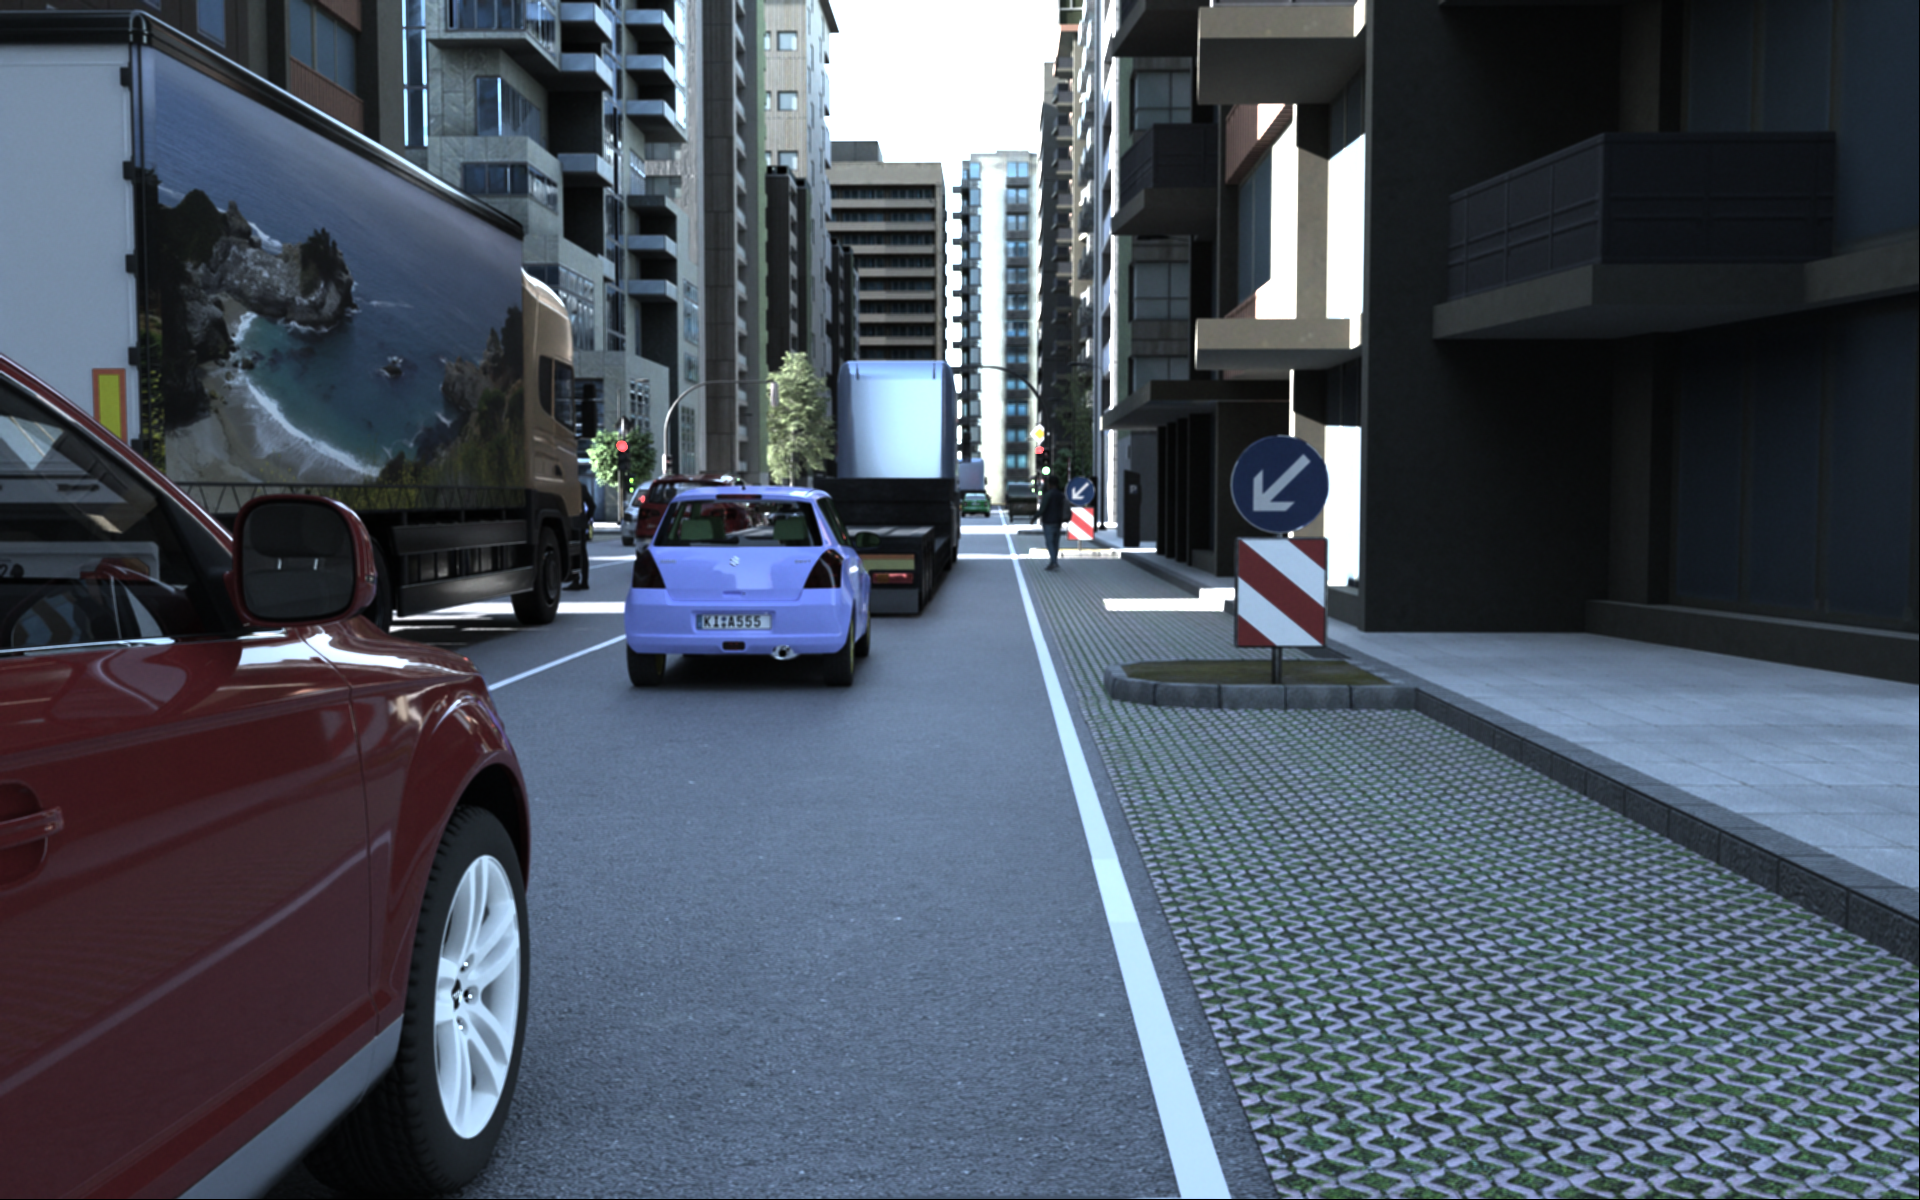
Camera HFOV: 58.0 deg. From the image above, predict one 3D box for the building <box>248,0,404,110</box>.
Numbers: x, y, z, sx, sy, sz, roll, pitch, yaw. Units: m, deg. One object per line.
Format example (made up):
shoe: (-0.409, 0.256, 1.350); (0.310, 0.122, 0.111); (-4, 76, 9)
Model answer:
building: (-29.855, -24.066, 48.109); (28.867, 44.769, 22.147); (0, 4, 1)

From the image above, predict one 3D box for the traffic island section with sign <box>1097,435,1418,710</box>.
traffic island section with sign: (2.056, -0.231, 12.397); (1.989, 1.847, 2.006); (0, 4, 1)

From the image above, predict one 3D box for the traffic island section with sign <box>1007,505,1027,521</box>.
traffic island section with sign: (3.720, -5.229, 94.128); (1.989, 1.847, 2.006); (0, 4, 1)

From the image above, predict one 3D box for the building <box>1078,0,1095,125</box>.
building: (19.854, -30.765, 122.609); (23.786, 49.044, 30.456); (0, 4, 1)

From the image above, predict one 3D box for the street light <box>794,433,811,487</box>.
street light: (-11.986, -9.706, 131.239); (1.470, 5.913, 1.316); (0, 4, 1)

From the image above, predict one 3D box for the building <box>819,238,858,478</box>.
building: (-19.359, -25.815, 193.782); (14.160, 30.474, 14.107); (0, 4, 1)

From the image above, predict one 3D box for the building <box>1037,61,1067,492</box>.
building: (19.274, -34.439, 186.781); (21.300, 48.544, 21.600); (0, 4, 1)

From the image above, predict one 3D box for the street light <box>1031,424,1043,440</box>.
street light: (5.583, -8.658, 114.104); (1.470, 5.913, 1.316); (0, 4, 1)

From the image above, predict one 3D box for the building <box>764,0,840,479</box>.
building: (-27.193, -35.673, 172.495); (28.713, 52.752, 27.495); (0, 4, 1)

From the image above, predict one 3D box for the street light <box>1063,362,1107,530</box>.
street light: (4.500, -5.422, 61.192); (1.470, 5.913, 1.316); (0, 4, 1)

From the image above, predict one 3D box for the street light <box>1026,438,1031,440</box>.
street light: (6.171, -10.519, 144.523); (1.470, 5.913, 1.316); (0, 4, 1)

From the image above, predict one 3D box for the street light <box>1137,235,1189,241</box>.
street light: (3.843, -3.574, 30.977); (1.470, 5.913, 1.316); (0, 4, 1)

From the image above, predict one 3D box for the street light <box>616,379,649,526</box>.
street light: (-13.234, -5.965, 70.073); (1.470, 5.913, 1.316); (0, 4, 1)

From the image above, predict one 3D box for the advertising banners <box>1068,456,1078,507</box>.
advertising banners: (5.164, -5.082, 79.275); (0.090, 3.025, 2.074); (-1, 4, -8)

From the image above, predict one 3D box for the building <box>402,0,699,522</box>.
building: (-25.876, -47.619, 91.249); (22.319, 86.520, 31.000); (0, 4, 1)

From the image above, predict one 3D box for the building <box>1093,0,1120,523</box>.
building: (20.712, -32.778, 77.926); (28.212, 58.520, 21.231); (0, 4, 1)

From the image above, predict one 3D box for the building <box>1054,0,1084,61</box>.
building: (19.530, -47.067, 207.790); (20.563, 71.187, 20.611); (0, 4, 1)

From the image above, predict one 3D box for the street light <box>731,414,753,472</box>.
street light: (-12.640, -7.801, 100.090); (1.470, 5.913, 1.316); (0, 4, 1)

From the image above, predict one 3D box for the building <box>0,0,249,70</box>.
building: (-21.715, -23.115, 28.036); (14.600, 45.320, 14.200); (0, 4, 1)

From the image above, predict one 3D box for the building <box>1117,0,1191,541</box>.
building: (11.769, -22.556, 52.384); (14.154, 41.232, 14.086); (0, 4, 1)

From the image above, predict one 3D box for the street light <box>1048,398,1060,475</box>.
street light: (4.979, -6.822, 84.087); (1.470, 5.913, 1.316); (0, 4, 1)

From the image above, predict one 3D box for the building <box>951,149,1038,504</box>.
building: (14.172, -37.930, 239.756); (30.456, 49.044, 23.786); (0, 4, 1)

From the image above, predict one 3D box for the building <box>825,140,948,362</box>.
building: (-12.650, -37.695, 240.012); (21.600, 48.544, 21.300); (0, 4, 1)

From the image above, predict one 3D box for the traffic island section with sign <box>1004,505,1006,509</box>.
traffic island section with sign: (4.277, -6.892, 121.306); (1.989, 1.847, 2.006); (0, 4, 1)

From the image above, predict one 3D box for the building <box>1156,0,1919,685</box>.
building: (13.540, -22.519, 22.813); (22.147, 44.769, 28.867); (0, 4, 1)

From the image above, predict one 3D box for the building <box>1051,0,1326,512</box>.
building: (19.797, -31.008, 161.603); (22.147, 44.769, 28.867); (0, 4, 1)

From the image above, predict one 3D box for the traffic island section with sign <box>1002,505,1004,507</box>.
traffic island section with sign: (5.856, -11.632, 198.806); (1.989, 1.847, 2.006); (0, 4, 1)

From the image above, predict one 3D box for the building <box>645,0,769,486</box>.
building: (-21.578, -26.877, 123.036); (14.154, 41.232, 14.086); (0, 4, 1)

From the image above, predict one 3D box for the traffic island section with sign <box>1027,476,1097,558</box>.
traffic island section with sign: (2.612, -1.901, 39.711); (1.989, 1.847, 2.006); (0, 4, 1)

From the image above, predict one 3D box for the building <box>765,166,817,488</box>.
building: (-20.677, -23.260, 152.005); (14.160, 30.474, 14.107); (0, 4, 1)
